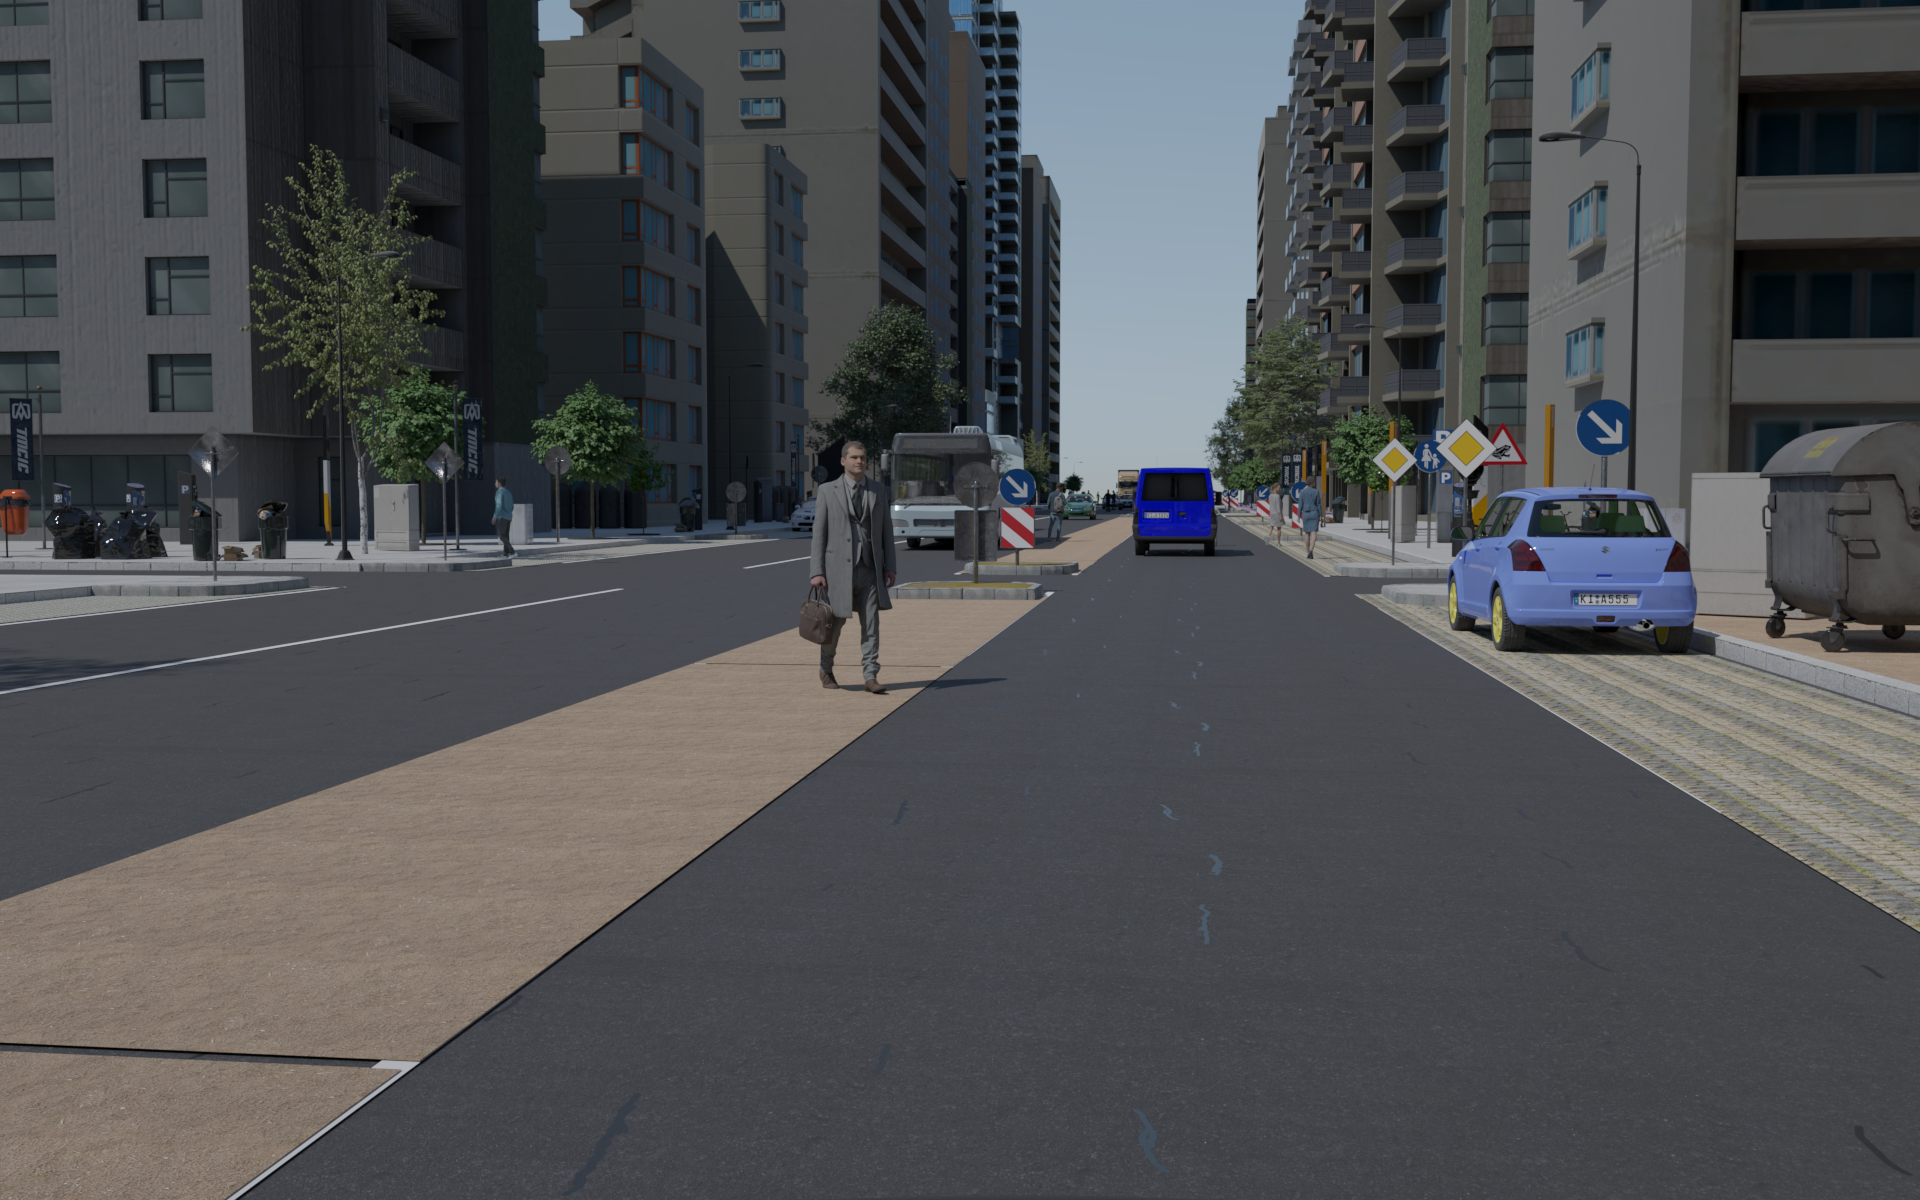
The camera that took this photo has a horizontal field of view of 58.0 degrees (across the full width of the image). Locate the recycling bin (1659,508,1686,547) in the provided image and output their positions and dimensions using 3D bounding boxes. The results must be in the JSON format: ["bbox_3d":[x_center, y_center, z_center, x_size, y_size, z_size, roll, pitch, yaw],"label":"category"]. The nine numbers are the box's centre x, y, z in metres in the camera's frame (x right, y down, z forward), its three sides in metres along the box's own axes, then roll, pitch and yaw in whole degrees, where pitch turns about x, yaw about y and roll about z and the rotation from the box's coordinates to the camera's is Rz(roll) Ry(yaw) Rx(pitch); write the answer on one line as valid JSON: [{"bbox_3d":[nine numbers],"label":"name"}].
[{"bbox_3d":[12.280,-1.094,30.448,0.722,1.027,0.722,0,4,4],"label":"recycling bin"}]

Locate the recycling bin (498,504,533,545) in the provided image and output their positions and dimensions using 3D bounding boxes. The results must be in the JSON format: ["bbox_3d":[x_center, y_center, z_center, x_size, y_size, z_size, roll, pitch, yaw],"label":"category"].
[{"bbox_3d":[-11.205,-1.904,43.679,0.722,1.027,0.722,0,4,0],"label":"recycling bin"}]

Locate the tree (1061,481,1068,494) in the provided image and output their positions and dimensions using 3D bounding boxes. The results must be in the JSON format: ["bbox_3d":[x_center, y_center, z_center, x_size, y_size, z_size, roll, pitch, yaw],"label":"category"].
[{"bbox_3d":[14.181,-14.899,238.194,1.663,3.219,1.824,0,3,0],"label":"tree"}]

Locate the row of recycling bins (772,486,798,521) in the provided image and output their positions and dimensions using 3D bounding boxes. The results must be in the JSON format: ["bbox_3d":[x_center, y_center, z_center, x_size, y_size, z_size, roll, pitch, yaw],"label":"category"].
[{"bbox_3d":[-8.779,-4.786,85.362,1.069,1.692,3.534,1,4,14],"label":"row of recycling bins"}]

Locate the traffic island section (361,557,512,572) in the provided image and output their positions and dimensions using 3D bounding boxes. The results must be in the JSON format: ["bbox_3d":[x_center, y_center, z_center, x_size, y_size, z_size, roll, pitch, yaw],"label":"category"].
[{"bbox_3d":[-9.945,-0.681,33.411,2.009,0.180,2.903,0,4,7],"label":"traffic island section"}]

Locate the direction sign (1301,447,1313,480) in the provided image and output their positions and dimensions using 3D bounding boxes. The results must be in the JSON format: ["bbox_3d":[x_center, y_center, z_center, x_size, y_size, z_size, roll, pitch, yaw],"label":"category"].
[{"bbox_3d":[16.682,-5.590,83.398,0.876,3.537,0.379,-3,5,-42],"label":"direction sign"}]

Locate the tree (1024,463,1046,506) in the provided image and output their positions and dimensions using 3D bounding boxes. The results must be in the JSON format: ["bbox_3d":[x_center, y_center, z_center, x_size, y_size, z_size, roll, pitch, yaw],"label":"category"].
[{"bbox_3d":[7.291,-11.995,179.825,4.285,4.588,4.351,0,3,0],"label":"tree"}]

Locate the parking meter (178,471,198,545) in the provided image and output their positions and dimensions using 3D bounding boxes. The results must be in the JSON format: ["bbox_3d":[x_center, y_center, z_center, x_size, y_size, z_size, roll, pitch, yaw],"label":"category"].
[{"bbox_3d":[-19.560,-2.335,43.894,0.399,1.863,0.255,0,4,-1],"label":"parking meter"}]

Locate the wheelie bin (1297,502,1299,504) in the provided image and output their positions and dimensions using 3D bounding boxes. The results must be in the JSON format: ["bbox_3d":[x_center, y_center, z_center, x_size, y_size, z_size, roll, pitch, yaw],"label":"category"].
[{"bbox_3d":[17.438,-4.887,87.805,0.693,1.594,0.980,1,4,23],"label":"wheelie bin"}]

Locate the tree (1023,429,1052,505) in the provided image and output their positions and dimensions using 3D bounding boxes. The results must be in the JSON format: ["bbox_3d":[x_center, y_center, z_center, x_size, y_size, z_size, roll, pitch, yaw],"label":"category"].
[{"bbox_3d":[8.658,-14.994,195.507,4.737,8.622,4.395,0,3,0],"label":"tree"}]

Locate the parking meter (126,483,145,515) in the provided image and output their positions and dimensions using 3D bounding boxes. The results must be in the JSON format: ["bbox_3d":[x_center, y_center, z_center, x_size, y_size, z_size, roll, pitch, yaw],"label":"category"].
[{"bbox_3d":[-18.252,-1.833,38.385,0.372,1.533,0.369,0,3,0],"label":"parking meter"}]

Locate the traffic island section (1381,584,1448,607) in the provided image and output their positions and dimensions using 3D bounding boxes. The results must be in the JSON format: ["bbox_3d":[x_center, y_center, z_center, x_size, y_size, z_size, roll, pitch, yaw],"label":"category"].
[{"bbox_3d":[6.758,-0.055,23.175,2.009,0.180,2.903,0,4,7],"label":"traffic island section"}]

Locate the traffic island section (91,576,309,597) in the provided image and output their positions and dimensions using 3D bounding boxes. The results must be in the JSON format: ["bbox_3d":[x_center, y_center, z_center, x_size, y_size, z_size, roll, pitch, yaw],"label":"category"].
[{"bbox_3d":[-10.982,-0.196,25.493,2.009,0.180,2.903,0,4,7],"label":"traffic island section"}]

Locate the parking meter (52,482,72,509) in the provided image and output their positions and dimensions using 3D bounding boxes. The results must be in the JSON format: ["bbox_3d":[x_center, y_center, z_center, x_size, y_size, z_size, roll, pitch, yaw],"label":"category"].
[{"bbox_3d":[-19.398,-1.777,37.458,0.372,1.533,0.369,0,3,0],"label":"parking meter"}]

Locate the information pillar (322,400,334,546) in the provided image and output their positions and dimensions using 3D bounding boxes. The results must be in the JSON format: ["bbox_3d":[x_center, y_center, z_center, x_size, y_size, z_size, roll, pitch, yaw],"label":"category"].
[{"bbox_3d":[-15.642,-3.146,42.795,0.183,3.616,0.504,-1,4,-12],"label":"information pillar"}]

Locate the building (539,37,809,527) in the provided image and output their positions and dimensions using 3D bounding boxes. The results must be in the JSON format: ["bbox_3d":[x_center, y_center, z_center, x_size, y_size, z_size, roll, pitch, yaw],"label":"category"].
[{"bbox_3d":[-23.857,-14.490,81.950,27.650,21.520,28.899,0,4,7],"label":"building"}]

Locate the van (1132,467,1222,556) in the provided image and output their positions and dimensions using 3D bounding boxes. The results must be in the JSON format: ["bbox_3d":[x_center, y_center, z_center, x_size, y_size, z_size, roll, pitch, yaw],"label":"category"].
[{"bbox_3d":[5.235,-2.297,41.944,2.240,2.365,5.245,0,4,8],"label":"van"}]

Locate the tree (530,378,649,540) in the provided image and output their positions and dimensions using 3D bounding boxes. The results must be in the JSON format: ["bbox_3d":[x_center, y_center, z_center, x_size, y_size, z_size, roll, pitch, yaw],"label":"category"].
[{"bbox_3d":[-10.361,-4.002,49.148,4.285,4.588,4.351,0,3,0],"label":"tree"}]

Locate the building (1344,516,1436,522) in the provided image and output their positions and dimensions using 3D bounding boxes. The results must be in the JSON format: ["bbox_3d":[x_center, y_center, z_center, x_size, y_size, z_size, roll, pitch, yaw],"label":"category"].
[{"bbox_3d":[30.213,-26.554,88.775,22.147,44.769,28.867,0,4,7],"label":"building"}]

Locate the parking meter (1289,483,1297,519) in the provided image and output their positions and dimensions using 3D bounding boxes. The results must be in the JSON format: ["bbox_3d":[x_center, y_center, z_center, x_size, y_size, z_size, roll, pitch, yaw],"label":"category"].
[{"bbox_3d":[19.381,-5.809,100.694,0.399,1.863,0.255,3,5,40],"label":"parking meter"}]

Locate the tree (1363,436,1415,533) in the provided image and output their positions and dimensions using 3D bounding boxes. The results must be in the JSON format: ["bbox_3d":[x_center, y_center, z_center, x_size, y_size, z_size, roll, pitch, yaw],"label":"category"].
[{"bbox_3d":[13.957,-3.836,57.328,1.663,3.219,1.824,0,3,0],"label":"tree"}]

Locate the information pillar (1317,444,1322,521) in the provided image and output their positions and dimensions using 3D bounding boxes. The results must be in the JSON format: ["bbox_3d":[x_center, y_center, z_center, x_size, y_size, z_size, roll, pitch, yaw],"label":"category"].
[{"bbox_3d":[16.875,-5.497,81.231,0.183,3.616,0.504,3,5,42],"label":"information pillar"}]

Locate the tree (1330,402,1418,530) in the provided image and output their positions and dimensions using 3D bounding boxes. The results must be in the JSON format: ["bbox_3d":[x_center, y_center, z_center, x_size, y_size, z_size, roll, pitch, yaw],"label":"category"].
[{"bbox_3d":[14.735,-4.781,61.889,4.285,4.588,4.351,0,3,0],"label":"tree"}]

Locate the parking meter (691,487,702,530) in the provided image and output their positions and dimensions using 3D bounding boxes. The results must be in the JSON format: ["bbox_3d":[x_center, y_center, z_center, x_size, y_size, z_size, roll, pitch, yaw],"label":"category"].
[{"bbox_3d":[-9.337,-3.246,61.489,0.372,1.533,0.369,0,3,0],"label":"parking meter"}]

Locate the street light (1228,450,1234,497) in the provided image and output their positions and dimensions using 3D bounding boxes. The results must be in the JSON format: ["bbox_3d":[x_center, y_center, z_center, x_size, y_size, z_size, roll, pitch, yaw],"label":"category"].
[{"bbox_3d":[28.869,-12.762,181.202,1.470,5.913,1.316,0,4,7],"label":"street light"}]

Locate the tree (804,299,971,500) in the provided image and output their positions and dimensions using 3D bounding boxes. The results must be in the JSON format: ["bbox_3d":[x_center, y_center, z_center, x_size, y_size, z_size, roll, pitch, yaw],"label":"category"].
[{"bbox_3d":[-3.947,-11.305,101.848,9.611,12.733,9.660,0,3,0],"label":"tree"}]

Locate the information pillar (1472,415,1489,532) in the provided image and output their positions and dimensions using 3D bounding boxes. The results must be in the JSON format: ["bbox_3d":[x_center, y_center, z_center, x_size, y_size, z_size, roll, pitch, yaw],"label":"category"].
[{"bbox_3d":[15.335,-3.655,51.112,0.504,3.616,0.183,-1,4,-16],"label":"information pillar"}]

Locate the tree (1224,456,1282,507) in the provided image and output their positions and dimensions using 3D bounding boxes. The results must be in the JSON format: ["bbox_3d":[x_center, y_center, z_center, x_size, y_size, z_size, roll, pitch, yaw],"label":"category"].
[{"bbox_3d":[23.782,-9.323,136.146,4.285,4.588,4.351,0,3,0],"label":"tree"}]

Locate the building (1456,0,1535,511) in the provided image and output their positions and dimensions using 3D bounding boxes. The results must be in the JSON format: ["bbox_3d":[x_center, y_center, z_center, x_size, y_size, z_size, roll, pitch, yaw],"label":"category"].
[{"bbox_3d":[24.311,-17.601,59.473,14.160,30.474,14.107,0,4,7],"label":"building"}]

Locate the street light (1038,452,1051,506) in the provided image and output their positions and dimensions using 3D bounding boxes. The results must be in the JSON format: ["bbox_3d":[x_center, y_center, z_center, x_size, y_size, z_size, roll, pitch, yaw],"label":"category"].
[{"bbox_3d":[9.329,-13.405,191.712,1.470,5.913,1.316,0,4,7],"label":"street light"}]

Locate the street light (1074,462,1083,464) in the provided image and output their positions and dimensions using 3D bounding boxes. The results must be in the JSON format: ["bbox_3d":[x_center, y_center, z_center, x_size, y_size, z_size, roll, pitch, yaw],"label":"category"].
[{"bbox_3d":[16.987,-16.960,249.838,1.470,5.913,1.316,0,4,7],"label":"street light"}]

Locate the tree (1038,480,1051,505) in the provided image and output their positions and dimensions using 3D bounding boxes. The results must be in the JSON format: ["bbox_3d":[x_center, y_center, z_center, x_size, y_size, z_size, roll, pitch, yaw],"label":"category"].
[{"bbox_3d":[9.902,-13.109,208.939,1.663,3.219,1.824,0,3,0],"label":"tree"}]

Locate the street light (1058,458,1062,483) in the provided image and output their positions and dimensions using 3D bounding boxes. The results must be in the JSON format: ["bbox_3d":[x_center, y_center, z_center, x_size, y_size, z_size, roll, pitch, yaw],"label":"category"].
[{"bbox_3d":[13.033,-15.152,220.280,1.470,5.913,1.316,0,4,7],"label":"street light"}]

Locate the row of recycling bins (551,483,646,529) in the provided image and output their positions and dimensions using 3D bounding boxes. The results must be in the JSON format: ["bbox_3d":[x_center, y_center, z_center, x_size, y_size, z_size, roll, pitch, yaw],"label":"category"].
[{"bbox_3d":[-13.442,-3.503,64.382,3.534,1.692,1.069,0,4,-5],"label":"row of recycling bins"}]

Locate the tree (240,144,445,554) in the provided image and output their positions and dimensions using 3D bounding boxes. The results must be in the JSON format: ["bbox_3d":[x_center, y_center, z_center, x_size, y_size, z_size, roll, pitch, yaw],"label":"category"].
[{"bbox_3d":[-12.773,-5.274,36.588,4.737,8.622,4.395,0,3,0],"label":"tree"}]

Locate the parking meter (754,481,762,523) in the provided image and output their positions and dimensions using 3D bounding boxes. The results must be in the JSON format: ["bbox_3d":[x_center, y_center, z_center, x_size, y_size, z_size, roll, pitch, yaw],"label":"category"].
[{"bbox_3d":[-9.029,-4.389,77.473,0.255,1.863,0.399,1,4,23],"label":"parking meter"}]

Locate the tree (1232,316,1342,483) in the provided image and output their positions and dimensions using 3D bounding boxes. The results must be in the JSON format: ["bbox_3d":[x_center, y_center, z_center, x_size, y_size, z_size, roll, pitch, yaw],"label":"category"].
[{"bbox_3d":[20.922,-11.790,110.898,7.486,12.596,7.792,0,3,0],"label":"tree"}]

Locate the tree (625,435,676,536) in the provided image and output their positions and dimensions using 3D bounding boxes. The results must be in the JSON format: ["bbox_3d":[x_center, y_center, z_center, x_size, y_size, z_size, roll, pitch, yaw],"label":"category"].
[{"bbox_3d":[-9.941,-3.625,53.877,1.663,3.219,1.824,0,3,0],"label":"tree"}]

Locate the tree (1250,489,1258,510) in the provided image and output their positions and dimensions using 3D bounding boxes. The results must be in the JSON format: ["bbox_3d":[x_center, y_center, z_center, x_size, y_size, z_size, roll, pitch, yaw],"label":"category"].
[{"bbox_3d":[24.079,-8.932,140.632,1.663,3.219,1.824,0,3,0],"label":"tree"}]

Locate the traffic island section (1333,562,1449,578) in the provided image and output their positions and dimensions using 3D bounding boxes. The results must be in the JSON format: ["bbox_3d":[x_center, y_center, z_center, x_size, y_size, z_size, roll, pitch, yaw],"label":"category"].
[{"bbox_3d":[7.794,-0.539,31.093,2.009,0.180,2.903,0,4,7],"label":"traffic island section"}]

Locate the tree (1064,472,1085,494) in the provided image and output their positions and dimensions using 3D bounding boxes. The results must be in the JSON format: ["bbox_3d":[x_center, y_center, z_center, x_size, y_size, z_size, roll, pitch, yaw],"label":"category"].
[{"bbox_3d":[16.805,-16.600,255.127,4.285,4.588,4.351,0,3,0],"label":"tree"}]

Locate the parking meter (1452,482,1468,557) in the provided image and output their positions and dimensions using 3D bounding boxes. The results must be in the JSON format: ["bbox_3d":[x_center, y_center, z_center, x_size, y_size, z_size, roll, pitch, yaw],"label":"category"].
[{"bbox_3d":[10.212,-1.642,35.252,0.372,1.533,0.369,0,3,0],"label":"parking meter"}]

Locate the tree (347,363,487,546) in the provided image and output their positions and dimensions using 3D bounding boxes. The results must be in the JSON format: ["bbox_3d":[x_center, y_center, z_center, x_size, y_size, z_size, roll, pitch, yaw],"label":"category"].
[{"bbox_3d":[-13.599,-3.657,43.505,4.285,4.588,4.351,0,3,0],"label":"tree"}]

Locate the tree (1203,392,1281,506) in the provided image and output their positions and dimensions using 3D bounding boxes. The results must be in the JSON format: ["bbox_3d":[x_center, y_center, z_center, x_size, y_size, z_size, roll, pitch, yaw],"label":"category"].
[{"bbox_3d":[31.947,-16.939,193.958,9.611,12.733,9.660,0,3,0],"label":"tree"}]

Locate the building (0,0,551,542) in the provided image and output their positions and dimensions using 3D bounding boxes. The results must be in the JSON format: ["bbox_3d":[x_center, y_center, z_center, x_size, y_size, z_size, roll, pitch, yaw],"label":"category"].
[{"bbox_3d":[-21.650,-17.125,51.691,14.160,30.474,14.107,0,4,7],"label":"building"}]

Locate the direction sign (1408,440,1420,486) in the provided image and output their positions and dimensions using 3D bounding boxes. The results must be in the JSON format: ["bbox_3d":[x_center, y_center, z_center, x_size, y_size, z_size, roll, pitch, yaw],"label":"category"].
[{"bbox_3d":[19.075,-4.945,72.850,0.876,3.537,0.379,-3,5,-44],"label":"direction sign"}]
